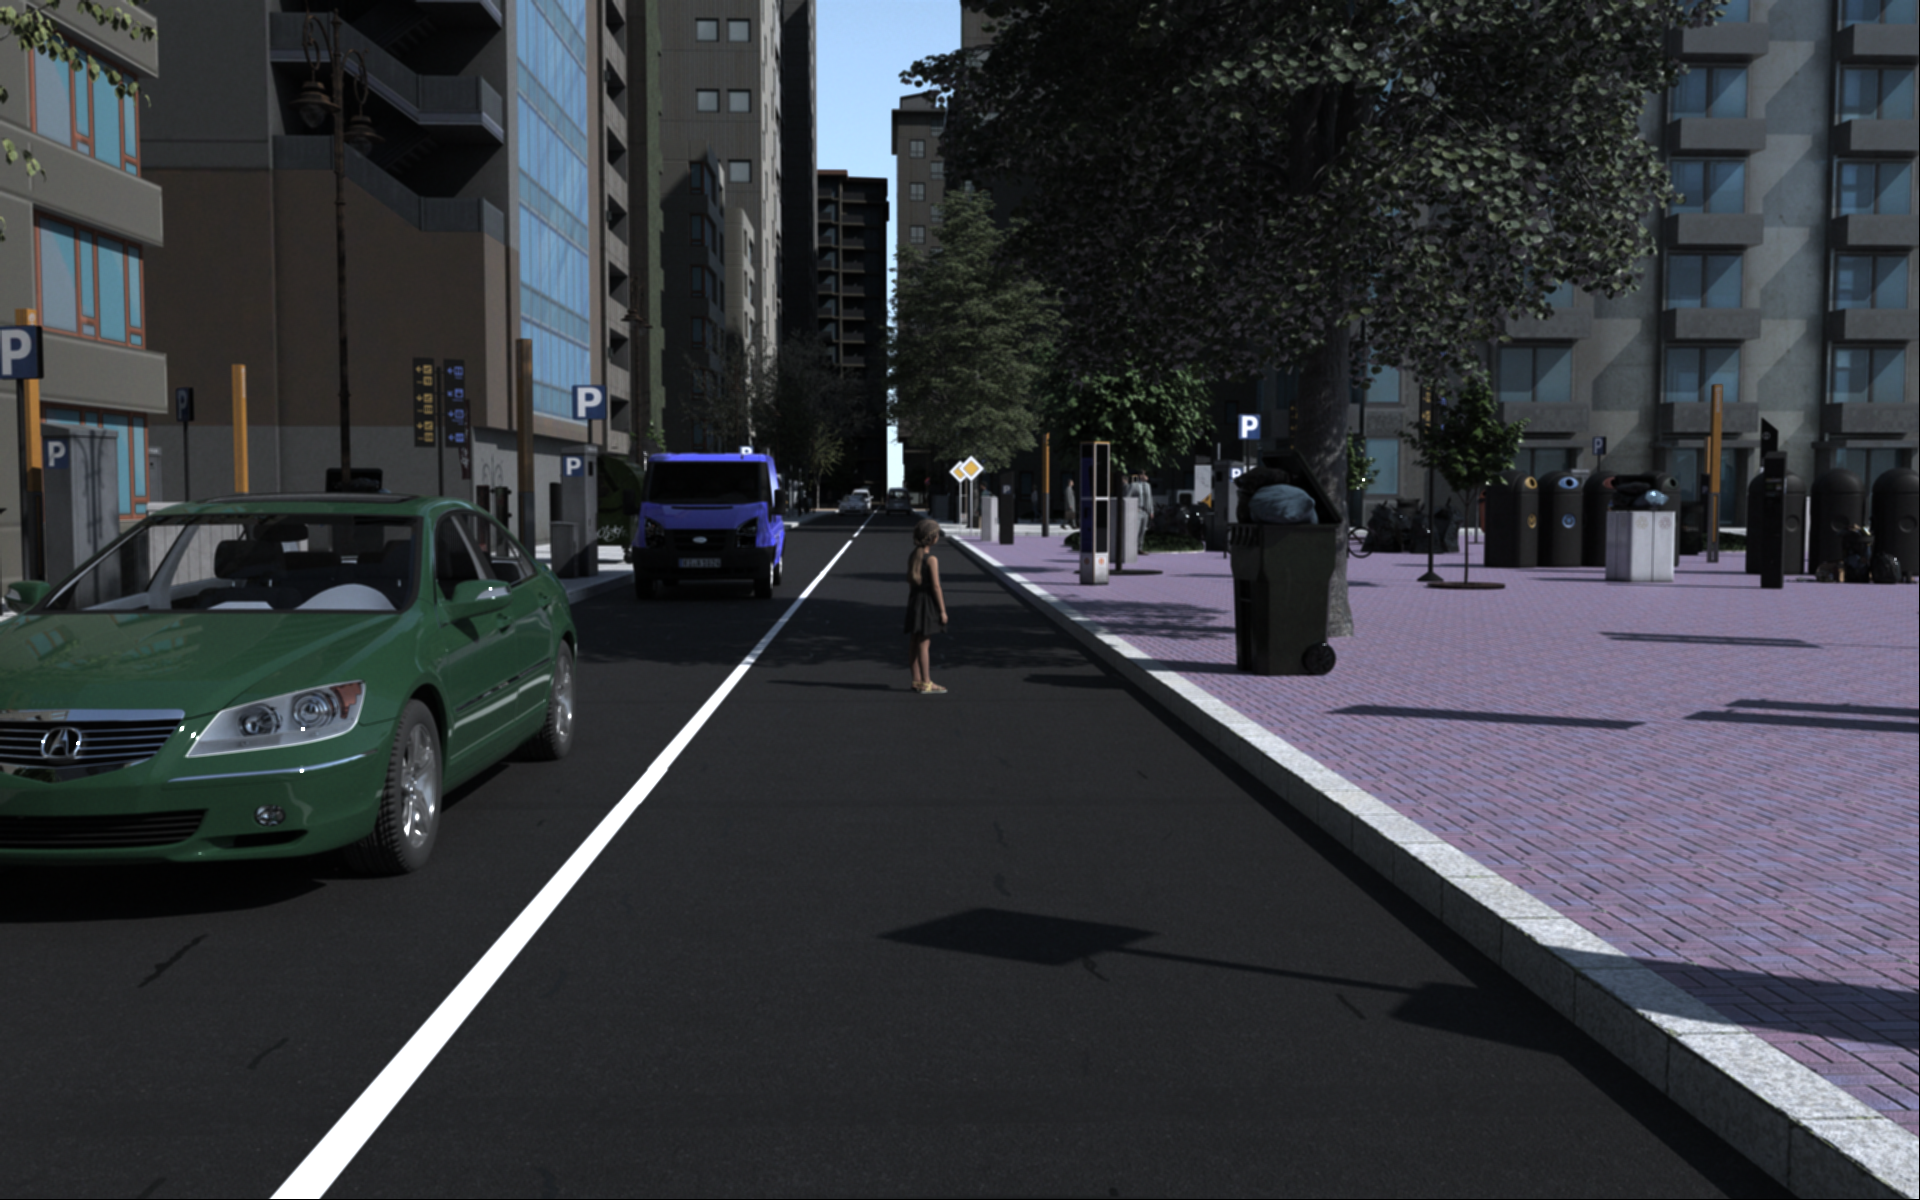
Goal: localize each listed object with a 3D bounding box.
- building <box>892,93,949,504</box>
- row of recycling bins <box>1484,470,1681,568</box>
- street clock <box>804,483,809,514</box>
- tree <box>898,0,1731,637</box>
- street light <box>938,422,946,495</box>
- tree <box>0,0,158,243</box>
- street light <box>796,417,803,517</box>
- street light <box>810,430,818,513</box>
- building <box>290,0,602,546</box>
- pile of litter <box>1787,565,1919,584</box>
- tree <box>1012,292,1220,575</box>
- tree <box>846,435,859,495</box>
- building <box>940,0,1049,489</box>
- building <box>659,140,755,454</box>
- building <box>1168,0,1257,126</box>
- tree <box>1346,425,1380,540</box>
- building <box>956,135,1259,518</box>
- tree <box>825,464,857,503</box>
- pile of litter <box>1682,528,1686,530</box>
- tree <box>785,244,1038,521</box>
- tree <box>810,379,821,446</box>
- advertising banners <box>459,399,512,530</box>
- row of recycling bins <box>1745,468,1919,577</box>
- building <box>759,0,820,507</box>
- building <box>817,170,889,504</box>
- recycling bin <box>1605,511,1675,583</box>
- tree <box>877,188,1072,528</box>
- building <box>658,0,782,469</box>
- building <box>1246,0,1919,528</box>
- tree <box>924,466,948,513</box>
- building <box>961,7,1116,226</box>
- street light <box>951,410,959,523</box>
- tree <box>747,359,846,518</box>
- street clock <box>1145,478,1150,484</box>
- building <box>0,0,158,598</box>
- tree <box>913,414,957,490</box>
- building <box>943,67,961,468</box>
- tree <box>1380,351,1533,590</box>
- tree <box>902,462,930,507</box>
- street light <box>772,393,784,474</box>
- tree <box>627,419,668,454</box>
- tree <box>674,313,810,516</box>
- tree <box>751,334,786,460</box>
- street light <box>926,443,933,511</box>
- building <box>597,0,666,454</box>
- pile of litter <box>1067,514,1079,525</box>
[{"bbox_3d":[4.532,-39.506,235.160,27.495,52.752,28.713,0,4,-2],"label":"building"},{"bbox_3d":[10.957,-1.435,30.571,3.534,1.692,1.069,-1,4,-10],"label":"row of recycling bins"},{"bbox_3d":[-10.036,-6.652,113.330,0.358,2.002,0.471,-1,4,-18],"label":"street clock"},{"bbox_3d":[3.222,-6.660,15.542,9.857,13.997,8.962,0,3,0],"label":"tree"},{"bbox_3d":[-0.981,-7.504,95.474,0.468,5.910,1.993,0,4,-2],"label":"street light"},{"bbox_3d":[-6.698,-3.634,9.782,4.737,8.622,4.395,0,3,0],"label":"tree"},{"bbox_3d":[-9.162,-7.695,98.597,0.468,5.910,1.993,0,4,-2],"label":"street light"},{"bbox_3d":[-9.947,-8.880,117.982,0.468,5.910,1.993,0,4,-2],"label":"street light"},{"bbox_3d":[-17.214,-23.967,41.972,14.200,45.320,14.600,0,4,-2],"label":"building"},{"bbox_3d":[13.040,-0.690,25.244,1.719,0.858,1.176,3,5,44],"label":"pile of litter"},{"bbox_3d":[2.487,-2.706,27.956,4.285,4.588,4.351,0,3,0],"label":"tree"},{"bbox_3d":[-11.971,-12.025,146.975,4.737,8.622,4.395,0,3,0],"label":"tree"},{"bbox_3d":[8.509,-44.539,166.457,20.563,71.187,20.611,0,4,-2],"label":"building"},{"bbox_3d":[-26.708,-15.520,98.787,27.650,21.520,28.899,0,4,-2],"label":"building"},{"bbox_3d":[29.136,-48.536,231.818,20.611,71.187,20.563,0,4,-2],"label":"building"},{"bbox_3d":[10.922,-3.307,48.670,1.663,3.219,1.824,0,3,0],"label":"tree"},{"bbox_3d":[14.033,-16.029,107.109,27.650,21.520,28.899,0,4,-2],"label":"building"},{"bbox_3d":[-12.634,-12.303,184.862,4.285,4.588,4.351,0,3,0],"label":"tree"},{"bbox_3d":[25.210,-2.894,61.288,1.719,0.858,1.176,-1,4,-9],"label":"pile of litter"},{"bbox_3d":[-0.316,-10.579,83.338,12.009,13.543,11.850,0,3,0],"label":"tree"},{"bbox_3d":[-9.986,-9.291,102.273,4.360,8.622,3.978,0,3,0],"label":"tree"},{"bbox_3d":[-8.688,-2.164,31.572,0.090,3.025,2.074,-3,5,-40],"label":"advertising banners"},{"bbox_3d":[14.402,-1.243,27.443,3.534,1.692,1.069,1,4,11],"label":"row of recycling bins"},{"bbox_3d":[-26.763,-46.305,195.334,20.611,71.187,20.563,0,4,-2],"label":"building"},{"bbox_3d":[-23.850,-35.264,231.193,28.867,44.769,22.147,0,4,-2],"label":"building"},{"bbox_3d":[9.994,-0.789,25.461,0.722,1.027,0.722,0,4,-7],"label":"recycling bin"},{"bbox_3d":[0.535,-8.991,65.128,7.486,12.596,7.792,0,3,0],"label":"tree"},{"bbox_3d":[-29.382,-34.153,147.641,28.713,52.752,27.495,0,4,-2],"label":"building"},{"bbox_3d":[27.654,-27.816,74.395,30.456,49.044,23.786,0,4,-2],"label":"building"},{"bbox_3d":[-1.813,-7.512,117.423,1.663,3.219,1.824,0,3,0],"label":"tree"},{"bbox_3d":[7.031,-28.525,149.983,14.154,41.232,14.086,0,4,-2],"label":"building"},{"bbox_3d":[-0.210,-6.318,76.089,0.468,5.910,1.993,0,4,-2],"label":"street light"},{"bbox_3d":[-9.371,-8.771,93.773,4.737,8.622,4.395,0,3,0],"label":"tree"},{"bbox_3d":[7.727,-4.167,72.699,0.471,2.002,0.358,0,4,-6],"label":"street clock"},{"bbox_3d":[-25.248,-10.138,10.803,27.650,21.520,28.899,0,4,-2],"label":"building"},{"bbox_3d":[-1.192,-10.856,127.850,4.360,8.622,3.978,0,3,0],"label":"tree"},{"bbox_3d":[9.427,-35.050,192.681,23.786,49.044,30.456,0,4,-2],"label":"building"},{"bbox_3d":[7.019,-1.772,23.572,1.663,3.219,1.824,0,3,0],"label":"tree"},{"bbox_3d":[-4.311,-11.960,179.255,4.285,4.588,4.351,0,3,0],"label":"tree"},{"bbox_3d":[-8.335,-6.509,79.214,0.468,5.910,1.993,0,4,-2],"label":"street light"},{"bbox_3d":[-7.839,-3.053,44.514,1.663,3.219,1.824,0,3,0],"label":"tree"},{"bbox_3d":[-9.088,-7.285,69.470,4.360,8.622,3.978,0,3,0],"label":"tree"},{"bbox_3d":[-11.228,-13.234,126.744,12.009,13.543,11.850,0,3,0],"label":"tree"},{"bbox_3d":[-1.812,-8.689,114.857,0.468,5.910,1.993,0,4,-2],"label":"street light"},{"bbox_3d":[-19.615,-18.116,67.893,14.160,30.474,14.107,0,4,-2],"label":"building"},{"bbox_3d":[5.301,-3.616,73.081,1.719,0.858,1.176,1,4,19],"label":"pile of litter"}]
